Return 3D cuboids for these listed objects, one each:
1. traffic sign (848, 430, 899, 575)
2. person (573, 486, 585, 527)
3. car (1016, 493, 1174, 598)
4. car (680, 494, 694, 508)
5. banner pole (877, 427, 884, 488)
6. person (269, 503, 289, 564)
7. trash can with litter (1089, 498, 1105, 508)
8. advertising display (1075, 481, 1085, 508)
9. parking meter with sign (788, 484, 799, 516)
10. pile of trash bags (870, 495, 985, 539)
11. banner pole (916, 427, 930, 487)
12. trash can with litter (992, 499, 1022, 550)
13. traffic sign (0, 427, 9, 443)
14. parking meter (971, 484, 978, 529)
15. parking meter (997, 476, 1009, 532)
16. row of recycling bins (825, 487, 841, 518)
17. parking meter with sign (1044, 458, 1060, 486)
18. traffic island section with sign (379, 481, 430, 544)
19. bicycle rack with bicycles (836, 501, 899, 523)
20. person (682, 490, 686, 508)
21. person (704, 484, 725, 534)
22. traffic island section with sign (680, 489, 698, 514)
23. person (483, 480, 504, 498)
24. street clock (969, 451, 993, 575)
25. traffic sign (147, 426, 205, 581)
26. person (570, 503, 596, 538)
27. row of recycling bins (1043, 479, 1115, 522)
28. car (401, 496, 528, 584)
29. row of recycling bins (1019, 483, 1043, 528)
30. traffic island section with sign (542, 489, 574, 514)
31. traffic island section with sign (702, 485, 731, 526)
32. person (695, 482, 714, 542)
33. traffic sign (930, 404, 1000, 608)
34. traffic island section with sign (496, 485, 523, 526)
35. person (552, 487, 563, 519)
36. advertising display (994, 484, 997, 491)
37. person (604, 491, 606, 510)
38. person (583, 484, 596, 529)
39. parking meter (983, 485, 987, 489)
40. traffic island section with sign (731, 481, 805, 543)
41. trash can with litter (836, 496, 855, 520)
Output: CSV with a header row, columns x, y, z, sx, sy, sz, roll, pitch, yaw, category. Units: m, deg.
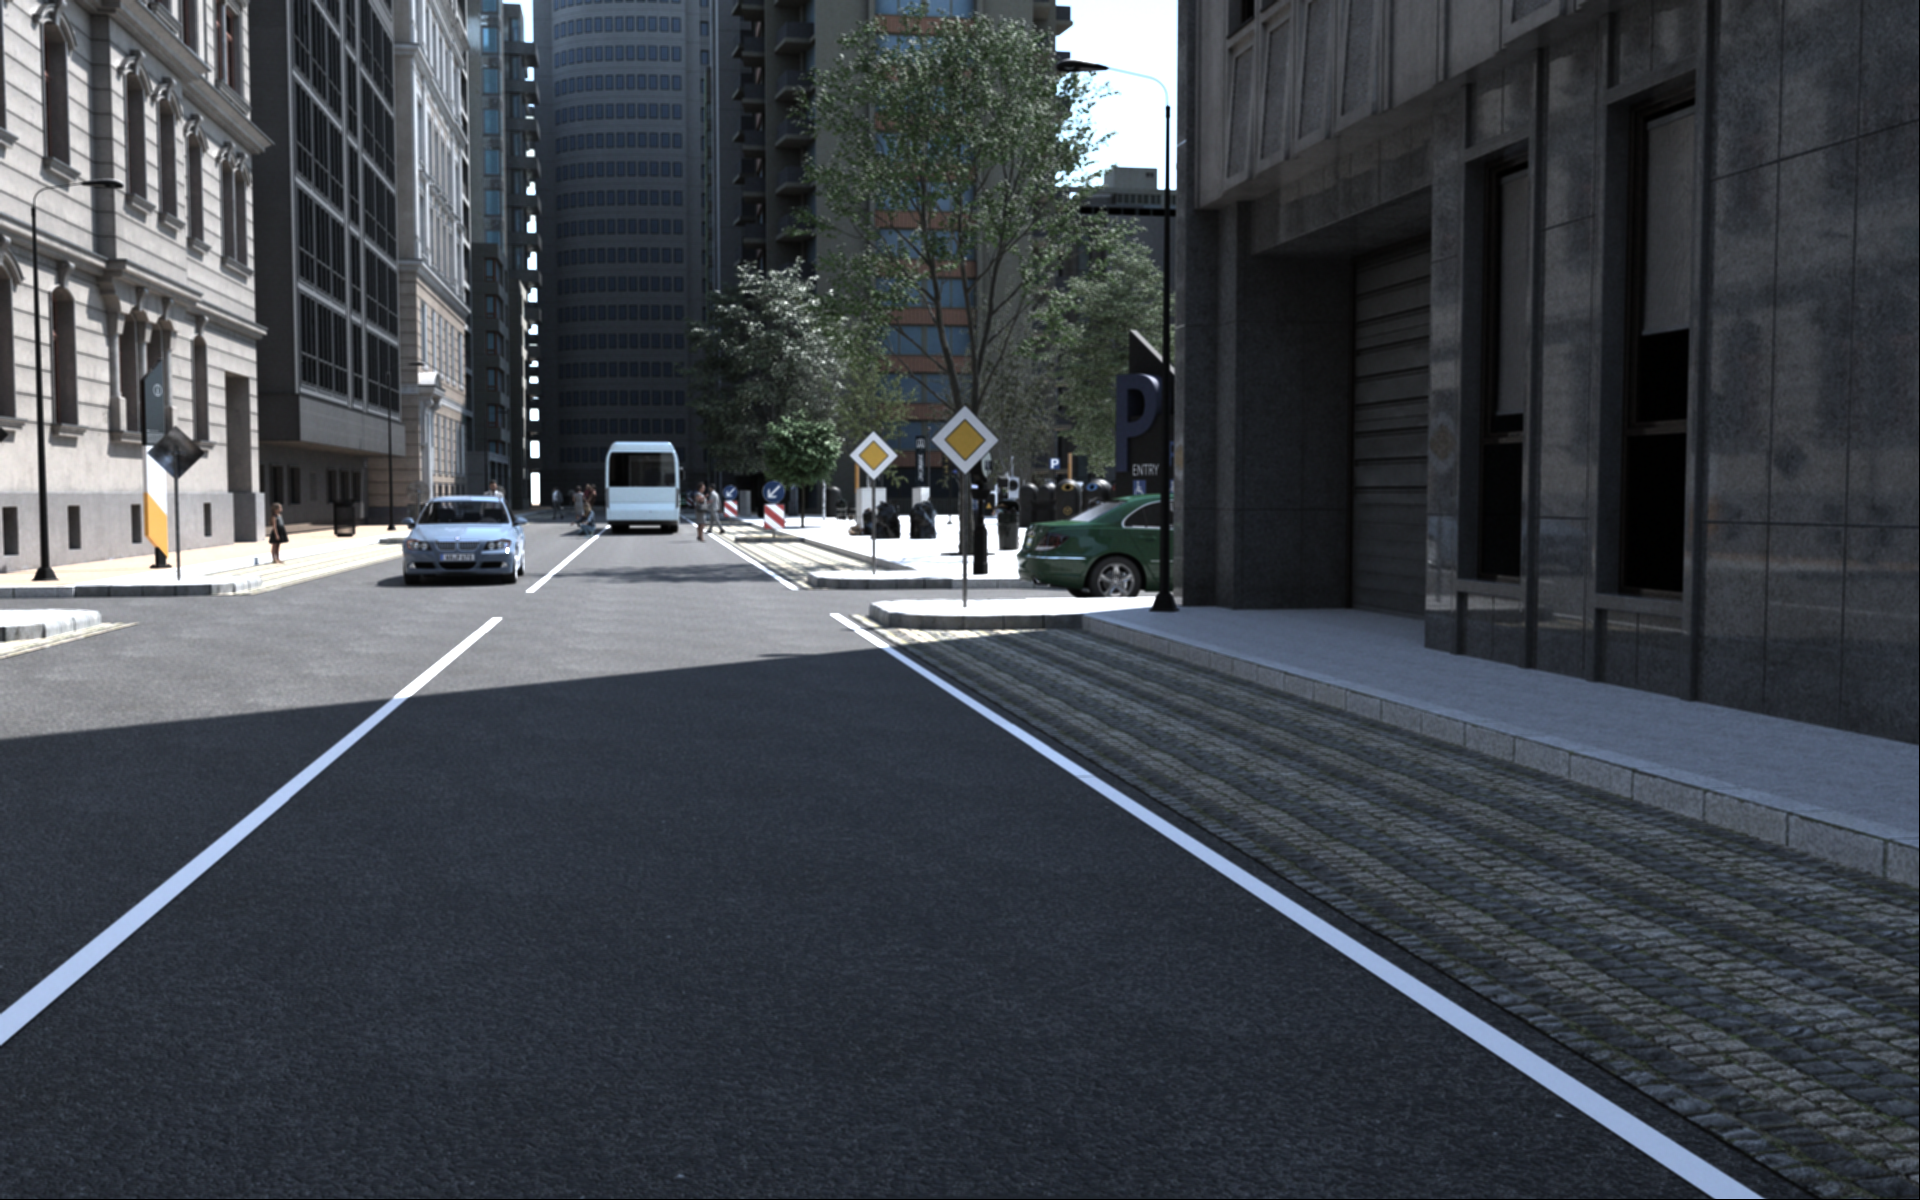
x,y,z,sx,sy,sz,roll,pitch,yaw,category
-1.365,-1.451,27.361,0.795,2.450,0.064,-1,4,-10,traffic sign
-16.491,-4.075,75.483,0.716,1.782,0.532,0,4,-2,person
3.211,-0.692,23.117,4.920,1.459,2.131,-1,4,-8,car
-26.166,-9.504,164.183,1.959,1.807,4.718,-1,4,-10,car
-3.007,-4.603,65.276,0.401,3.779,0.863,-1,4,-19,banner pole
-13.959,-1.366,35.498,0.373,1.253,0.362,1,4,9,person
2.384,-1.391,33.807,1.678,1.210,2.233,3,4,39,trash can with litter
5.573,-4.838,84.312,0.974,1.923,0.123,1,4,14,advertising display
-9.766,-6.449,101.696,0.543,3.016,1.738,0,4,4,parking meter with sign
-0.955,-2.457,49.916,3.447,1.369,1.912,1,4,16,pile of trash bags
-1.357,-4.599,65.214,0.863,3.779,0.401,3,4,37,banner pole
1.094,-1.742,39.868,0.624,1.170,1.055,0,4,8,trash can with litter
-10.132,-0.859,17.693,0.795,2.450,0.064,-1,4,-10,traffic sign
0.336,-2.134,43.295,0.372,1.533,0.369,0,3,0,parking meter
1.373,-3.035,55.340,0.255,1.863,0.399,-1,4,-20,parking meter
-7.144,-5.459,96.363,1.069,1.692,3.534,0,4,-5,row of recycling bins
4.415,-5.390,84.384,0.543,3.016,1.738,-1,4,-10,parking meter with sign
-15.688,-2.544,50.228,1.989,1.847,2.006,-1,4,-10,traffic island section with sign
-4.116,-3.939,77.777,2.852,0.926,2.925,2,4,34,bicycle rack with bicycles
-26.909,-9.758,167.918,0.709,1.838,0.599,2,4,34,person
-8.830,-3.266,62.175,0.850,1.792,0.678,1,4,11,person
-19.439,-7.285,127.736,1.989,1.847,2.006,-1,4,-10,traffic island section with sign
-11.945,-2.178,44.377,0.678,1.792,0.850,-1,4,-18,person
0.328,-1.409,27.605,0.358,2.002,0.471,2,4,24,street clock
-11.550,-1.340,25.552,0.795,2.450,0.064,-1,4,-10,traffic sign
-12.229,-2.602,56.535,0.738,1.151,1.012,-2,4,-29,person
4.128,-2.474,47.558,3.534,1.692,1.069,2,4,35,row of recycling bins
-8.279,-1.046,29.111,2.014,1.417,4.499,-1,4,-12,car
3.800,-3.583,65.687,3.534,1.692,1.069,2,4,30,row of recycling bins
-29.414,-7.202,126.377,1.989,1.847,2.006,-1,4,-10,traffic island section with sign
-10.499,-4.254,78.180,1.989,1.847,2.006,-1,4,-10,traffic island section with sign
-7.736,-2.651,52.210,0.532,1.782,0.716,0,4,3,person
0.052,-0.970,19.502,0.795,2.450,0.064,-1,4,-10,traffic sign
-20.553,-4.195,77.224,1.989,1.847,2.006,-1,4,-10,traffic island section with sign
-22.997,-5.529,99.002,0.850,1.850,0.679,3,4,39,person
2.156,-5.426,93.927,0.123,1.923,0.974,-2,4,-31,advertising display
-31.059,-8.745,152.270,0.721,1.735,1.217,-2,4,-29,person
-15.169,-3.829,71.083,0.580,1.828,0.573,1,4,11,person
1.338,-5.473,95.194,0.399,1.863,0.255,0,4,-5,parking meter
-5.710,-2.631,51.652,1.989,1.847,2.006,-1,4,-10,traffic island section with sign
-5.670,-4.596,86.540,1.055,1.170,0.624,1,4,15,trash can with litter
